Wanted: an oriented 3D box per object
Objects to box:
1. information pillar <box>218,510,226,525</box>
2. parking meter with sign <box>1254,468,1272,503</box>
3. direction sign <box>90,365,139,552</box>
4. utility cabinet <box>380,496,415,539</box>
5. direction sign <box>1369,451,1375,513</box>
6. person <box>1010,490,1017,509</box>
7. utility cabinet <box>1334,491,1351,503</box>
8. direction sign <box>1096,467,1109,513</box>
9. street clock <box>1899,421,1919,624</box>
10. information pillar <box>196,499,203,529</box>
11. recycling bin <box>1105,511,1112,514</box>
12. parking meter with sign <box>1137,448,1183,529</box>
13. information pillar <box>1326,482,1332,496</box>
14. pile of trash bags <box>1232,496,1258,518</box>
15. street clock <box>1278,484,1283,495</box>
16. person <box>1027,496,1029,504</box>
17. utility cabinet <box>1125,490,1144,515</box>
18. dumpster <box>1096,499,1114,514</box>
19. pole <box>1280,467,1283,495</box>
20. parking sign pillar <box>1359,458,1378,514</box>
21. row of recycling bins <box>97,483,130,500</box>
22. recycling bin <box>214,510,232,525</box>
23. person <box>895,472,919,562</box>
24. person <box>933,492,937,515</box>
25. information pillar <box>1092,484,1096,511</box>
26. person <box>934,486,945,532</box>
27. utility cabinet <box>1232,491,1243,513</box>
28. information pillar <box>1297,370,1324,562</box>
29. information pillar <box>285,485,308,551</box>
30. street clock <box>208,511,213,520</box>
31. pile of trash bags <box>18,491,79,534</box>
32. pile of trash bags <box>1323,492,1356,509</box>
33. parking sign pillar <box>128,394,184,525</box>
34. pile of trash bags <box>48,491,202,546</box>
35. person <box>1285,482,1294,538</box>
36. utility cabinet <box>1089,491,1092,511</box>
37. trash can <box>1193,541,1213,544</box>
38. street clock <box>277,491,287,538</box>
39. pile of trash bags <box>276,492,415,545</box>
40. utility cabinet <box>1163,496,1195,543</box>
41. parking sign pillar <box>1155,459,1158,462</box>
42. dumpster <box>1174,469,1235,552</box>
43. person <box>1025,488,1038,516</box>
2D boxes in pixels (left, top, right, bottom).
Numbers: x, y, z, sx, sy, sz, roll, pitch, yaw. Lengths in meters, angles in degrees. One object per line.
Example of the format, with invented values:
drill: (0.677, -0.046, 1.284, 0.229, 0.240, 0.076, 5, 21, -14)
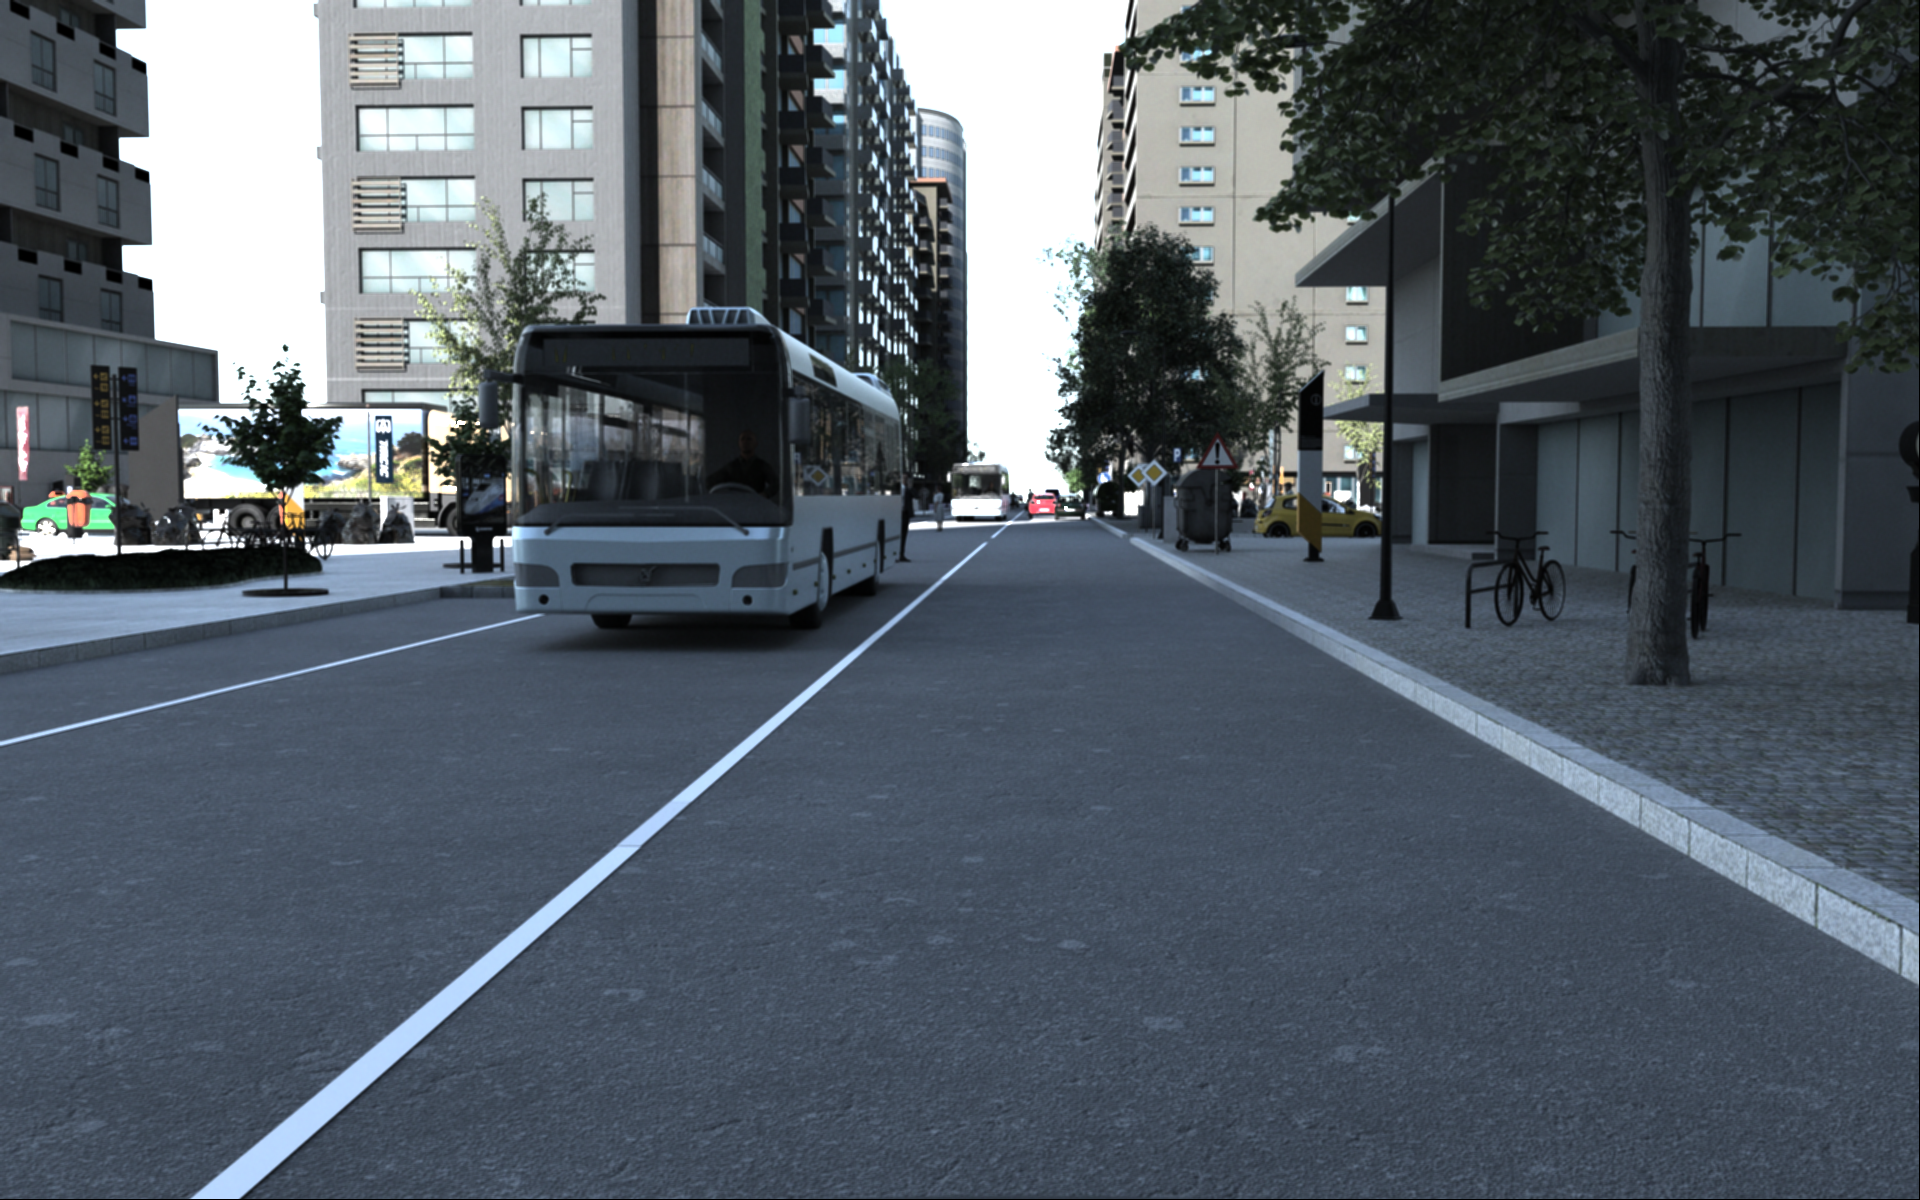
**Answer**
information pillar: (-30.184, -4.057, 70.816, 0.304, 2.012, 0.304, -2, 4, -25)
parking meter with sign: (20.148, -7.176, 113.582, 1.738, 3.016, 0.543, 1, 4, 14)
direction sign: (-15.012, -2.375, 30.832, 0.379, 3.537, 0.876, 2, 4, 30)
utility cabinet: (-16.062, -2.344, 49.486, 0.306, 1.237, 1.020, 2, 4, 28)
direction sign: (21.759, -6.085, 91.487, 0.379, 3.537, 0.876, 0, 4, -6)
person: (5.167, -9.850, 169.556, 1.348, 1.824, 0.705, -3, 5, -43)
utility cabinet: (27.430, -7.066, 124.208, 1.173, 1.500, 0.318, 3, 4, 39)
direction sign: (8.956, -7.140, 108.741, 0.876, 3.537, 0.379, -2, 4, -25)
street clock: (9.532, -0.767, 17.103, 0.471, 2.002, 0.358, -1, 4, -11)
information pillar: (-26.675, -4.240, 60.681, 0.183, 3.616, 0.504, -1, 4, -9)
recycling bin: (9.348, -5.991, 110.509, 0.722, 1.027, 0.722, 0, 4, 0)
parking meter with sign: (7.475, -4.196, 64.861, 1.738, 3.016, 0.543, -2, 4, -27)
information pillar: (22.725, -6.251, 106.695, 0.304, 2.012, 0.304, 2, 4, 31)
pile of trash bags: (14.384, -5.117, 93.418, 3.447, 1.369, 1.912, 1, 4, 10)
street clock: (22.462, -7.147, 121.431, 0.358, 2.002, 0.471, 0, 4, 3)
person: (9.656, -14.343, 244.473, 0.415, 1.643, 0.593, 0, 4, 4)
utility cabinet: (10.778, -6.016, 107.037, 1.173, 1.500, 0.318, 2, 4, 32)
dumpster: (8.738, -5.988, 103.661, 1.264, 1.857, 1.865, 0, 4, 3)
pole: (24.292, -8.374, 130.764, 0.158, 3.312, 0.155, 0, 3, 0)
parking sign pillar: (26.627, -7.635, 113.301, 1.447, 3.967, 1.447, -2, 4, -24)
row of recycling bins: (-31.209, -3.559, 65.301, 3.534, 1.692, 1.069, 1, 4, 14)
recycling bin: (-30.528, -3.640, 72.063, 0.722, 1.027, 0.722, 1, 4, 17)
person: (-1.191, -1.758, 36.608, 0.648, 1.900, 0.474, -2, 4, -32)
person: (-1.712, -6.715, 120.102, 0.330, 1.601, 0.589, 2, 4, 25)
information pillar: (9.986, -7.628, 129.202, 0.304, 2.012, 0.304, 0, 4, 1)
person: (-0.856, -3.505, 66.380, 0.524, 1.755, 0.480, 2, 4, 35)
utility cabinet: (18.295, -6.525, 115.355, 1.173, 1.500, 0.318, -2, 4, -35)
information pillar: (6.655, -2.538, 32.859, 0.504, 3.616, 0.183, -1, 4, -12)
information pillar: (-14.776, -2.878, 38.416, 0.183, 3.616, 0.504, 2, 4, 31)
street clock: (-37.337, -4.988, 86.126, 0.358, 2.002, 0.471, 2, 4, 32)
pile of trash bags: (-33.019, -3.102, 60.473, 3.447, 1.369, 1.912, -3, 5, -44)
pile of trash bags: (19.581, -4.954, 90.743, 1.912, 1.369, 3.447, 0, 4, -4)
parking sign pillar: (-21.812, -3.579, 46.996, 1.447, 3.967, 1.447, 0, 4, -5)
pile of trash bags: (-20.875, -2.073, 43.641, 3.447, 1.369, 1.912, 0, 4, 6)
person: (10.306, -2.809, 54.602, 0.466, 1.800, 0.511, 1, 4, 11)
utility cabinet: (9.929, -7.460, 130.655, 0.318, 1.500, 1.173, 0, 4, -1)
trash can: (6.301, -2.023, 44.723, 0.748, 1.137, 0.748, 0, 3, 0)
street clock: (-19.730, -2.811, 50.537, 0.358, 2.002, 0.471, 1, 4, 10)
pile of trash bags: (-15.714, -2.092, 43.951, 1.912, 1.369, 3.447, 2, 4, 35)
utility cabinet: (5.891, -2.111, 45.672, 1.020, 1.237, 0.306, 1, 4, 14)
parking sign pillar: (15.086, -8.695, 130.633, 1.447, 3.967, 1.447, 3, 4, 39)
dumpster: (5.530, -2.042, 39.148, 1.264, 1.857, 1.865, 0, 4, 3)
person: (4.680, -6.418, 113.399, 0.822, 1.834, 0.622, 3, 4, 38)
